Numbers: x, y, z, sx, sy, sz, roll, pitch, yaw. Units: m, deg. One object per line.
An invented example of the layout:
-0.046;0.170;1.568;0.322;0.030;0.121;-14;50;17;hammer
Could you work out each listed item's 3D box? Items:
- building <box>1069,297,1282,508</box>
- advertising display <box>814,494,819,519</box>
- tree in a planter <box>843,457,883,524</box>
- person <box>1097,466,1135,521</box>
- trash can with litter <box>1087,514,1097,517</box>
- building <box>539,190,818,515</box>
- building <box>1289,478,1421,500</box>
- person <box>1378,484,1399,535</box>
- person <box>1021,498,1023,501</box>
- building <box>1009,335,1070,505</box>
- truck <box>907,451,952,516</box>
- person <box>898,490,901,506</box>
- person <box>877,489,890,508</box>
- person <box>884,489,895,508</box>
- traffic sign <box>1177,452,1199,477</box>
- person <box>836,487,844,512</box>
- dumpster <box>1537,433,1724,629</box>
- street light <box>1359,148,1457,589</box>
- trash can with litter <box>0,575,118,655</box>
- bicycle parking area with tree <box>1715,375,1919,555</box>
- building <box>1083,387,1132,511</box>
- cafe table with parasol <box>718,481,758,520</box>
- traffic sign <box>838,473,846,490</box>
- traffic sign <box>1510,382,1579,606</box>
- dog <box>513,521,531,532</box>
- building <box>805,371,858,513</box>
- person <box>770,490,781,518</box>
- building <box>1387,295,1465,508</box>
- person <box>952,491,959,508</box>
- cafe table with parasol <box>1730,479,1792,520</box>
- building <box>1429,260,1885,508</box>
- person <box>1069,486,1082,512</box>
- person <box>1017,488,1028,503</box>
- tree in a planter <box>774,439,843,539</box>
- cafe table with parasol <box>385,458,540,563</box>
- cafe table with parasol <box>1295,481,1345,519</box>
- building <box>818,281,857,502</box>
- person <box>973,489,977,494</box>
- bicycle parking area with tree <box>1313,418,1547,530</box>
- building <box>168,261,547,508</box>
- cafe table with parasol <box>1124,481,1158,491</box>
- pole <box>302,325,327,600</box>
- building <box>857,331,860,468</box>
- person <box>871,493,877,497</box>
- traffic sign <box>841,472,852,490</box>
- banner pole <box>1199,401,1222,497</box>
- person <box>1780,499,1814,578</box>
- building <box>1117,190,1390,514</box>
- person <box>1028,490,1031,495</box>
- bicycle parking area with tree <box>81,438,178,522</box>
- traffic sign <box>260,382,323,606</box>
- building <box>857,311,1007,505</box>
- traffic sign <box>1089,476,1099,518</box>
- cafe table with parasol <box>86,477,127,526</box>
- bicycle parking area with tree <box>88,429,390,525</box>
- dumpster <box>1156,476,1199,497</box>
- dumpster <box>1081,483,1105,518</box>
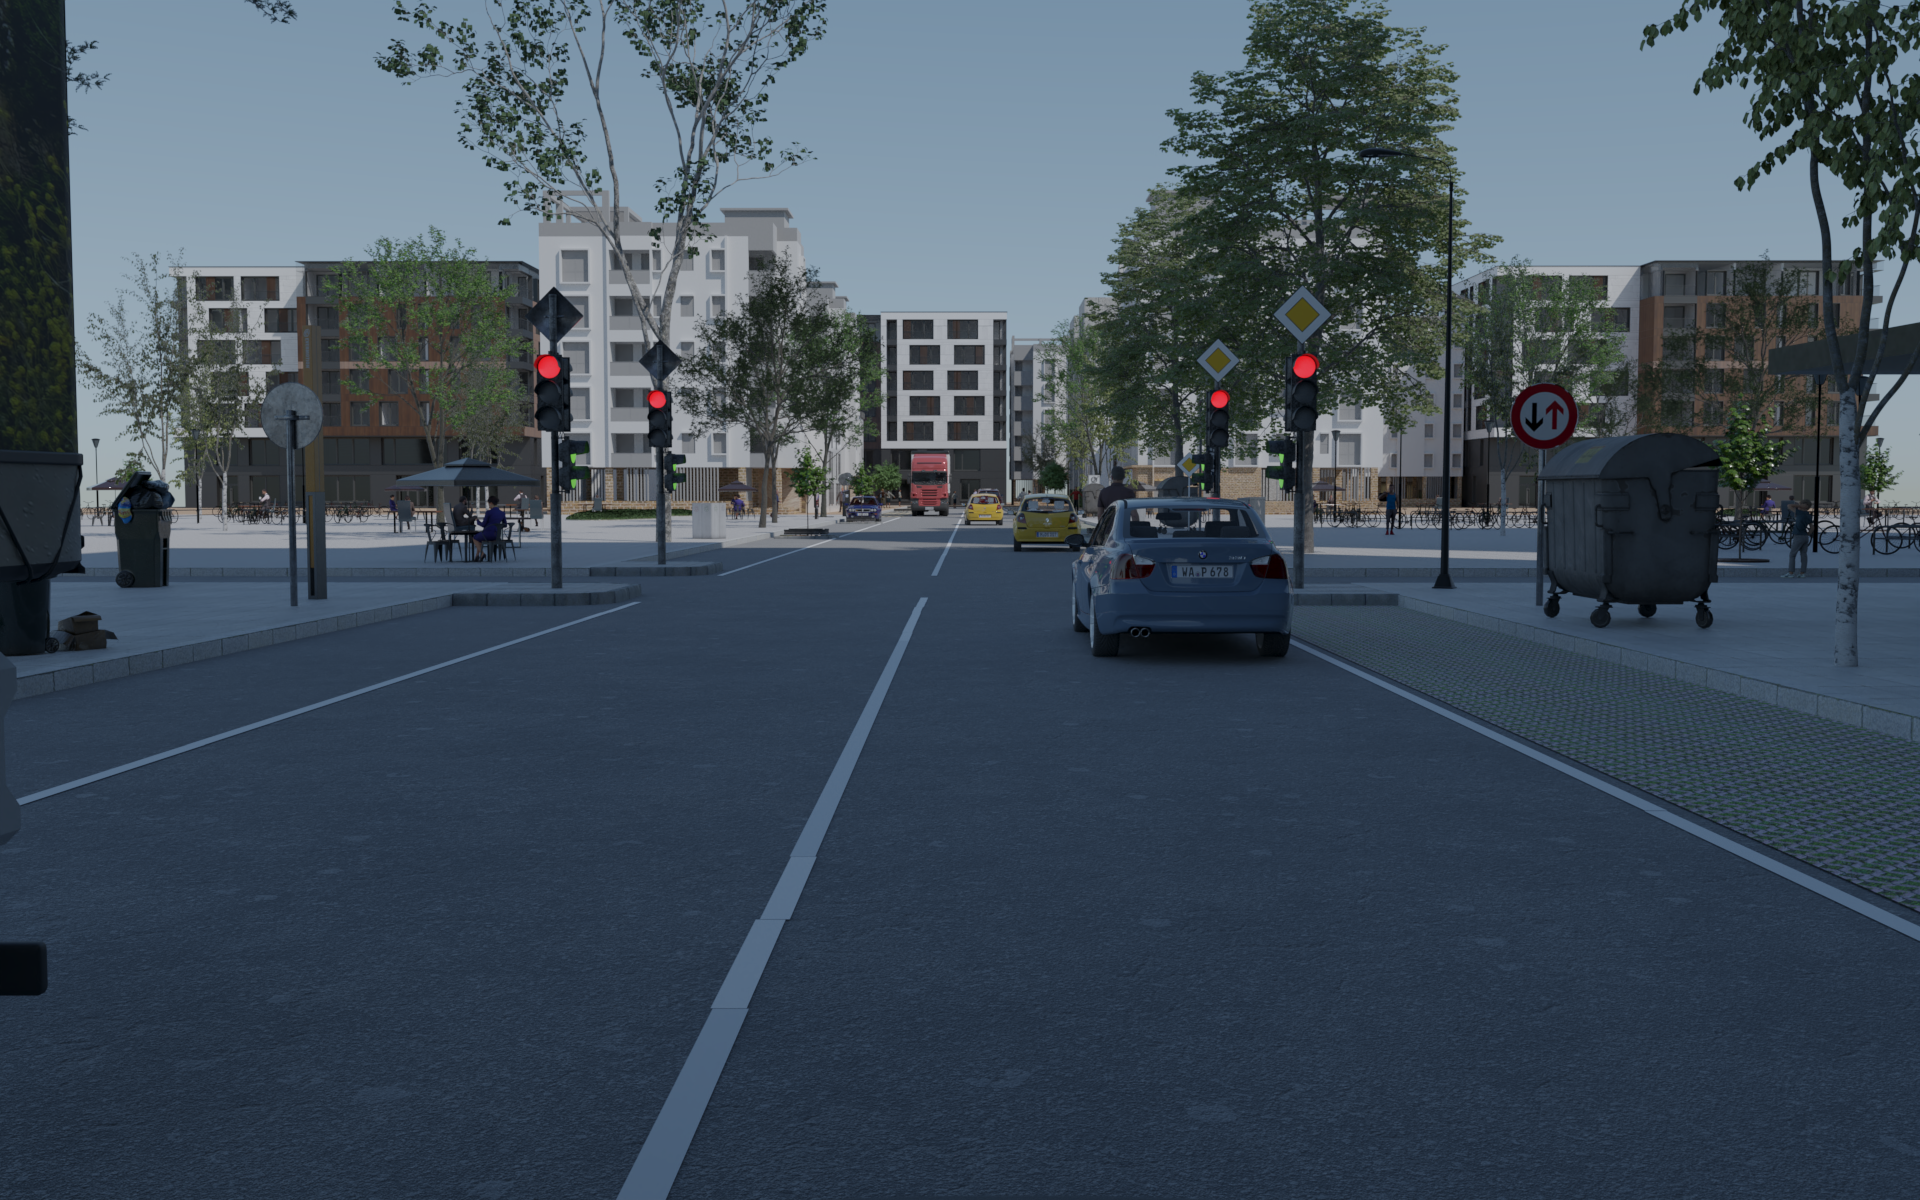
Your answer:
19.606;-18.208;164.158;16.747;18.905;31.486;0;4;0;building
-7.294;-5.065;88.031;0.123;1.923;0.974;0;4;5;advertising display
-4.747;-5.280;83.552;1.991;3.239;1.994;0;4;0;tree in a planter
2.163;-0.898;23.312;0.598;1.807;0.434;3;4;37;person
7.393;-5.213;96.615;0.624;1.170;1.055;3;5;42;trash can with litter
-17.942;-15.670;112.623;16.016;20.091;11.380;0;4;0;building
45.175;-20.480;201.299;31.486;18.905;16.747;0;4;0;building
13.493;-2.850;54.517;0.647;1.594;0.662;0;4;2;person
2.478;-3.288;66.175;0.435;1.345;0.340;2;4;24;person
11.543;-21.086;201.183;11.380;20.091;16.016;0;4;0;building
-1.923;-7.671;114.337;2.839;4.237;11.283;0;3;0;truck
-6.188;-10.609;180.292;0.721;1.735;1.217;0;4;-6;person
-6.938;-9.158;156.294;1.217;1.766;0.721;1;4;16;person
-6.557;-9.294;158.787;1.217;1.735;0.721;1;4;14;person
7.205;-3.340;54.334;0.795;2.593;0.064;1;4;10;traffic sign
-8.223;-7.009;121.187;0.990;1.755;0.434;2;4;23;person
6.645;-0.701;17.215;1.264;1.857;1.865;0;4;0;dumpster
6.054;-3.111;23.412;1.470;5.913;1.316;0;4;0;street light
-7.483;-0.165;14.079;0.624;1.170;1.055;2;4;25;trash can with litter
20.432;-3.238;39.938;8.231;4.147;9.016;-3;5;-41;bicycle parking area with tree
14.809;-11.734;133.990;9.099;9.664;28.070;0;4;0;building
-11.237;-5.044;87.334;2.610;1.966;2.610;-3;5;-41;cafe table with parasol
-7.126;-6.513;106.585;0.768;2.556;0.104;0;4;4;traffic sign
6.666;-1.207;19.848;0.768;2.556;0.104;0;4;3;traffic sign
-14.715;-2.475;58.197;0.550;0.427;0.748;-1;4;-22;dog
-13.490;-11.650;132.629;9.099;9.664;28.070;0;4;0;building
-9.881;-5.179;93.412;0.600;1.496;0.574;2;4;27;person
42.115;-19.250;171.158;11.380;20.091;16.016;0;4;0;building
-0.457;-10.034;173.345;0.721;1.735;1.217;2;4;34;person
35.486;-4.401;76.816;2.610;1.966;2.610;-2;4;-34;cafe table with parasol
64.274;-19.660;165.407;32.646;21.610;27.936;0;4;0;building
8.341;-7.255;124.598;1.348;1.831;0.705;2;4;27;person
3.783;-5.705;101.918;0.875;1.805;0.789;0;4;7;person
-4.958;-3.611;56.267;1.991;3.239;1.994;0;4;0;tree in a planter
-9.279;-1.703;32.716;2.610;1.966;2.610;0;4;6;cafe table with parasol
18.260;-5.077;87.876;2.610;1.966;2.610;3;5;42;cafe table with parasol
-17.647;-18.080;152.029;16.016;20.091;11.380;0;4;0;building
1.293;-8.678;150.252;0.709;1.838;0.599;-2;4;-33;person
18.405;-4.833;66.025;8.231;4.147;9.016;-1;4;-23;bicycle parking area with tree
-54.421;-19.691;165.917;32.646;21.610;27.936;0;4;0;building
9.339;-5.254;90.765;2.610;1.966;2.610;0;4;1;cafe table with parasol
-7.845;-1.664;21.051;0.158;3.312;0.155;0;3;0;pole
-17.394;-18.775;163.386;16.016;20.091;11.380;0;4;0;building
-8.771;-10.354;175.474;0.705;1.807;1.348;2;4;24;person
-6.643;-6.229;101.957;0.768;2.556;0.104;1;4;9;traffic sign
6.655;-3.454;46.493;0.863;3.779;0.401;-1;4;-22;banner pole
14.320;-1.052;29.608;0.435;1.345;0.340;-2;4;-28;person
18.517;-15.729;113.586;16.016;20.091;11.380;0;4;0;building
5.425;-7.823;137.118;0.721;1.736;1.217;2;4;27;person
-47.145;-6.257;89.303;8.231;4.147;9.016;1;4;16;bicycle parking area with tree
-7.623;-1.201;19.750;0.768;2.556;0.104;1;4;9;traffic sign
-10.930;-22.255;207.848;32.646;21.610;27.936;0;4;0;building
7.299;-5.641;94.360;0.606;2.300;0.079;0;4;6;traffic sign
-33.664;-3.925;69.045;2.610;1.966;2.610;2;4;23;cafe table with parasol
-31.130;-5.419;75.600;8.231;4.147;9.016;2;4;25;bicycle parking area with tree
7.010;-3.054;55.690;1.264;1.857;1.865;0;4;1;dumpster
7.179;-5.325;92.814;1.264;1.857;1.865;0;4;0;dumpster
